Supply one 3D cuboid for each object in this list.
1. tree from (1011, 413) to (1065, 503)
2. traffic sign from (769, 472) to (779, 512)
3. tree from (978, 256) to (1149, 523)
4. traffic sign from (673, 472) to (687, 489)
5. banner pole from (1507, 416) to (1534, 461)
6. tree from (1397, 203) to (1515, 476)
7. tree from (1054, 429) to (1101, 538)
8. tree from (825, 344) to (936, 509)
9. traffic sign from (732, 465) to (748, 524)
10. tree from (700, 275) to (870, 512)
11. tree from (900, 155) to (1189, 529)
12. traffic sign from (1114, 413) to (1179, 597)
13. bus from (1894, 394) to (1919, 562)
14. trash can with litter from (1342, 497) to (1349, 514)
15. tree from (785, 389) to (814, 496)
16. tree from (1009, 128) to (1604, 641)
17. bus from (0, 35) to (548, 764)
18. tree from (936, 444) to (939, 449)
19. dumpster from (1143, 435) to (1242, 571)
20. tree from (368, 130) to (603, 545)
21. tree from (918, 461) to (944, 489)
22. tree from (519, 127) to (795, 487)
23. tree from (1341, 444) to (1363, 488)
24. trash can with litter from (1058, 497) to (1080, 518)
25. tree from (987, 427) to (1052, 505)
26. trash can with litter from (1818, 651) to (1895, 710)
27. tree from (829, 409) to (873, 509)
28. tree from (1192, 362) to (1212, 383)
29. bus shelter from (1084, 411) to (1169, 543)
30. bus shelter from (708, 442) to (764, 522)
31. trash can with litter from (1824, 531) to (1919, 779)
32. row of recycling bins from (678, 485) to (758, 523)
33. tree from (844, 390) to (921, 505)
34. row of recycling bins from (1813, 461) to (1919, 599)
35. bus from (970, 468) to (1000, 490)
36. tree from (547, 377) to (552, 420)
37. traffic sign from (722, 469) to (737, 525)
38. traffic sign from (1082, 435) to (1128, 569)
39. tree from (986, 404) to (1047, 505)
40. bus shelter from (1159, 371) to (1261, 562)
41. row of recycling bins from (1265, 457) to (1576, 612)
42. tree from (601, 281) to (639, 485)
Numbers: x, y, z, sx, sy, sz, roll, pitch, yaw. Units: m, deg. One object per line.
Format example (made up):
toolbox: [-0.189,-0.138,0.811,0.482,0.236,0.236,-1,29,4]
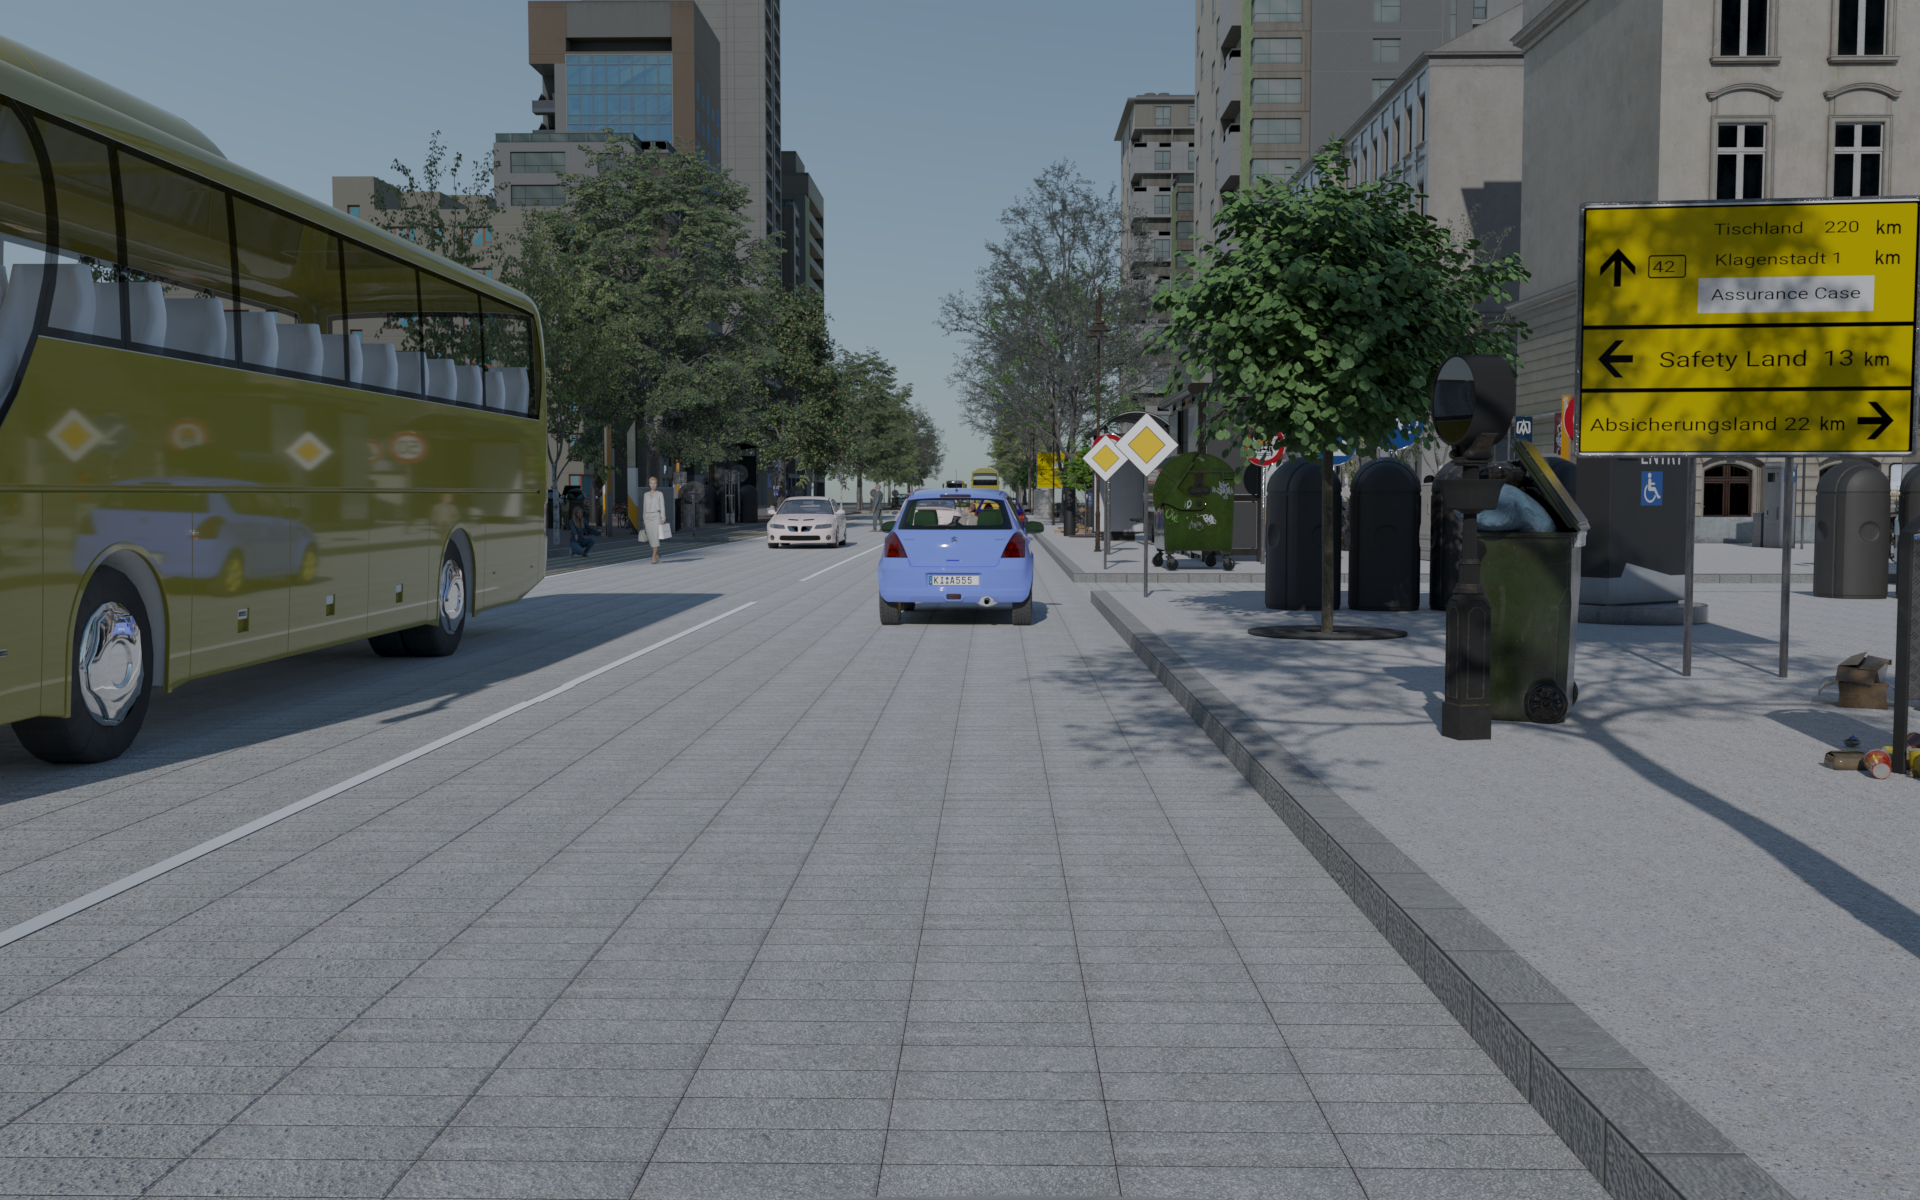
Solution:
tree: [6.527,-11.781,142.981,4.737,8.622,4.395,0,3,0]
traffic sign: [-10.401,-5.975,97.800,0.768,2.556,0.104,1,4,10]
tree: [4.567,-9.244,76.895,9.928,11.665,9.643,0,3,0]
traffic sign: [-12.716,-4.683,78.692,0.606,2.300,0.079,0,4,2]
banner pole: [15.822,-3.620,49.202,0.863,3.779,0.401,1,4,15]
tree: [12.297,-5.761,44.562,4.360,8.622,3.978,0,3,0]
tree: [3.714,-3.472,51.364,1.663,3.219,1.824,0,3,0]
tree: [-8.472,-14.756,147.913,9.857,13.997,8.962,0,3,0]
traffic sign: [-9.608,-4.598,75.289,0.768,2.556,0.104,0,4,2]
tree: [-9.252,-10.629,90.791,9.611,12.733,9.660,0,3,0]
tree: [4.062,-9.389,63.882,12.009,13.543,11.850,0,3,0]
traffic sign: [2.302,-1.088,21.438,0.795,2.450,0.064,0,4,1]
bus: [20.296,-1.881,25.617,13.247,3.499,2.948,0,4,3]
trash can with litter: [10.679,-2.330,49.159,1.678,1.210,2.233,-2,4,-30]
tree: [-9.902,-9.978,113.499,4.737,8.622,4.395,0,3,0]
tree: [3.315,-1.961,15.784,4.285,4.588,4.351,0,3,0]
bus: [-5.697,-1.278,12.444,2.896,3.916,12.252,0,4,0]
tree: [-7.196,-20.707,245.211,9.857,13.997,8.962,0,3,0]
dumpster: [3.963,-1.657,29.589,1.502,2.255,1.985,0,4,1]
tree: [-10.598,-5.252,36.227,4.737,8.622,4.395,0,3,0]
tree: [-6.237,-20.210,264.846,8.767,10.594,7.601,-2,4,-34]
tree: [-10.837,-9.472,61.525,9.857,13.997,8.962,0,3,0]
tree: [14.174,-6.849,62.344,4.737,8.622,4.395,0,3,0]
trash can with litter: [5.591,-4.736,88.816,1.055,1.170,0.624,-3,4,-37]
tree: [7.797,-17.750,207.222,9.611,12.733,9.660,0,3,0]
trash can with litter: [5.688,0.069,10.261,1.055,1.170,0.624,2,4,26]
tree: [-8.925,-11.202,133.509,4.360,8.622,3.978,0,3,0]
tree: [12.097,-7.627,75.064,4.737,8.622,4.395,0,3,0]
bus shelter: [4.345,-3.114,44.830,2.014,3.302,5.546,0,4,1]
bus shelter: [-10.465,-5.508,81.343,1.731,3.624,6.357,0,4,1]
trash can with litter: [4.940,0.183,8.060,2.233,1.210,1.678,-1,4,-23]
row of recycling bins: [-10.791,-4.292,77.279,3.534,1.692,1.069,-1,4,-13]
tree: [-8.441,-17.033,196.613,7.486,12.596,7.792,0,3,0]
row of recycling bins: [12.317,-0.846,20.949,3.534,1.692,1.069,1,4,20]
bus: [2.367,-10.553,164.087,2.896,3.916,12.252,0,4,1]
tree: [-19.232,-7.565,74.044,4.360,8.622,3.978,0,3,0]
traffic sign: [-9.482,-4.231,71.313,0.606,2.300,0.079,0,4,4]
traffic sign: [2.469,-1.577,29.422,0.795,2.450,0.064,0,4,1]
tree: [6.347,-16.729,191.645,7.486,12.596,7.792,0,3,0]
bus shelter: [5.450,-3.618,36.792,2.179,5.291,8.768,0,4,1]
row of recycling bins: [5.200,-0.743,19.260,3.534,1.692,1.069,0,4,3]
tree: [-10.129,-5.686,43.334,4.737,8.622,4.395,0,3,0]
